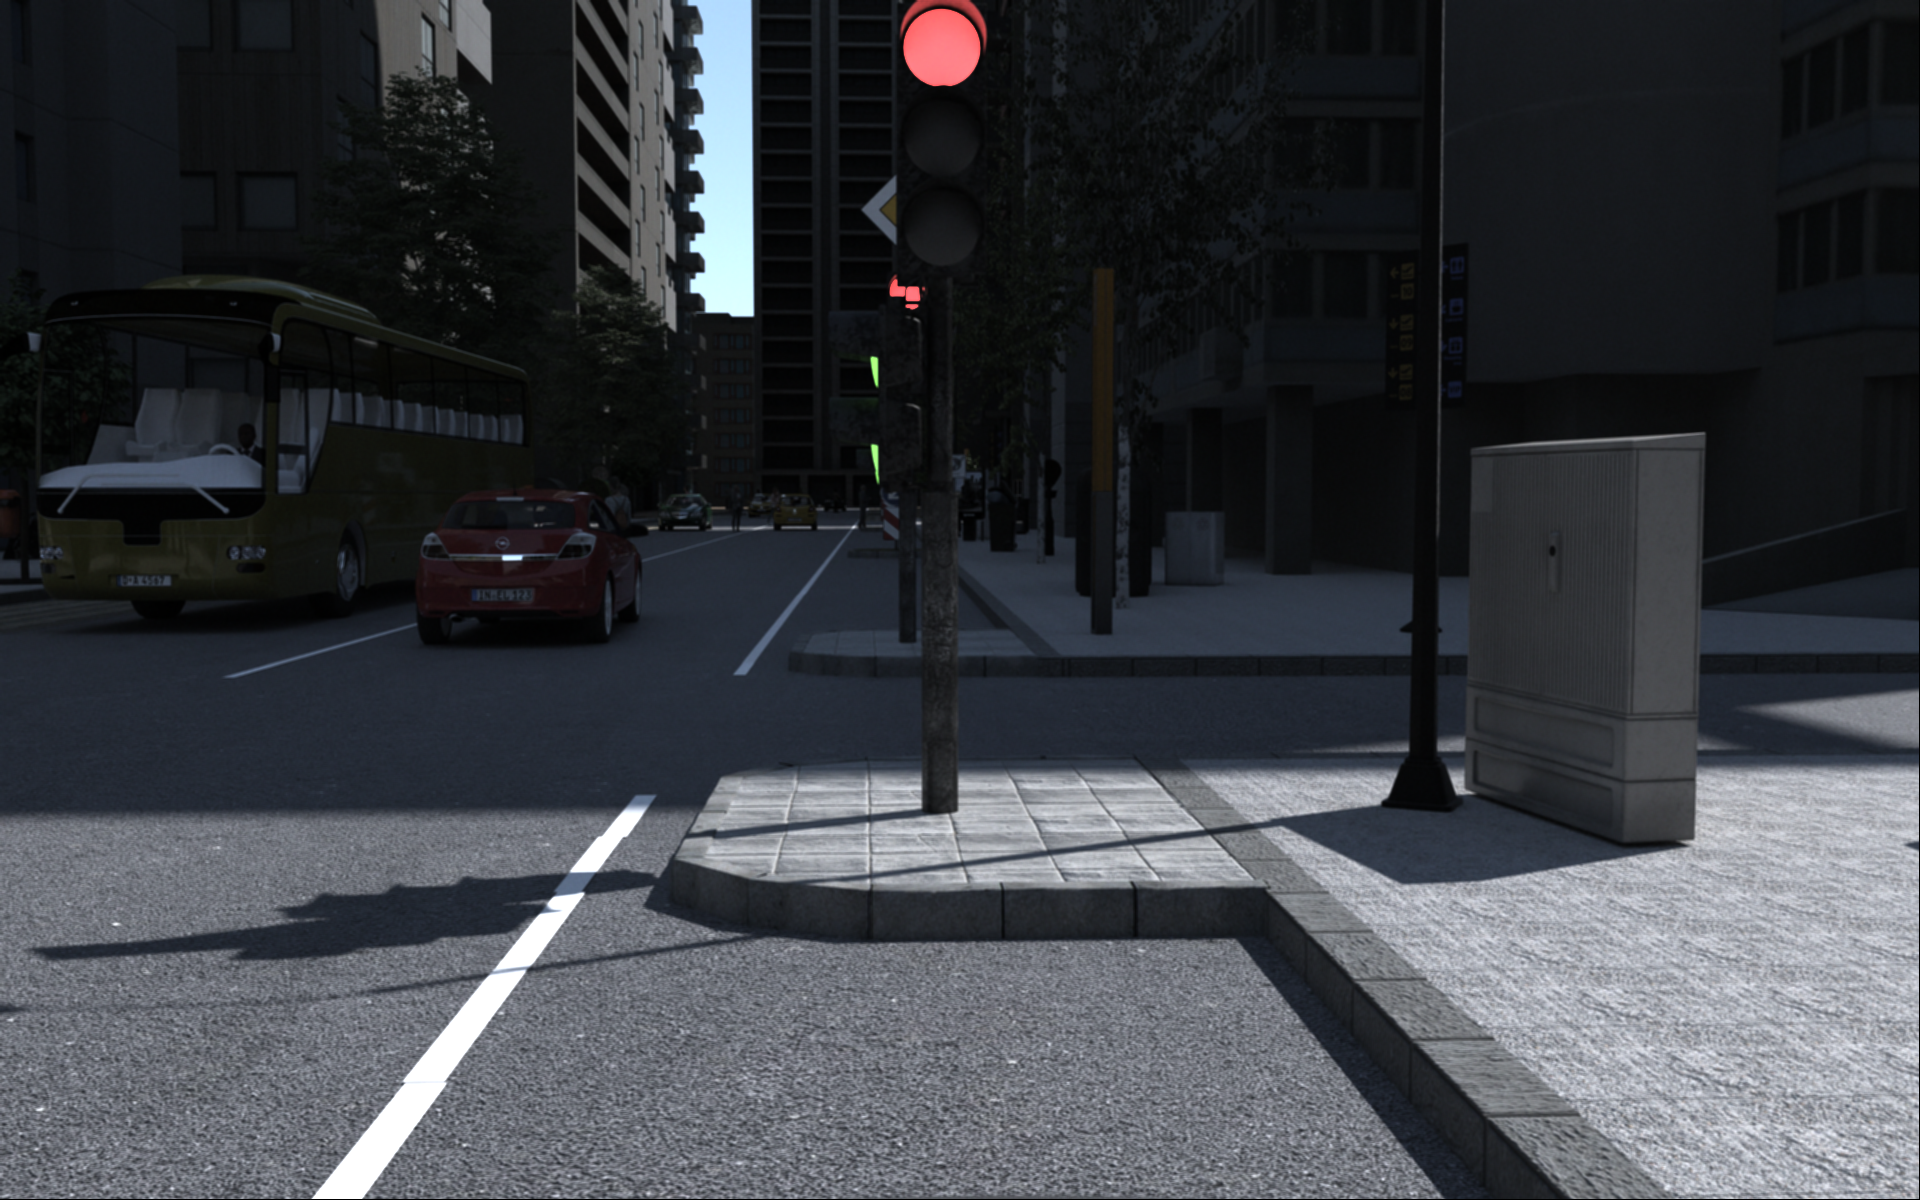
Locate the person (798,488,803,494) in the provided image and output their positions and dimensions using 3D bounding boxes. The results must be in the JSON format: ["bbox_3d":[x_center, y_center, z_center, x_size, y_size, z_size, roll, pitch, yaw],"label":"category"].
[{"bbox_3d":[-10.297,-6.301,111.527,1.348,1.822,0.705,2,4,24],"label":"person"}]

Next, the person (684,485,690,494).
[{"bbox_3d":[-12.248,-4.205,77.256,0.388,1.821,0.555,-3,4,-36],"label":"person"}]

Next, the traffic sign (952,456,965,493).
[{"bbox_3d":[-0.144,-2.634,45.202,0.606,2.300,0.079,0,4,3],"label":"traffic sign"}]

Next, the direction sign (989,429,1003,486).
[{"bbox_3d":[1.244,-4.189,60.487,0.379,3.537,0.876,-2,4,-30],"label":"direction sign"}]

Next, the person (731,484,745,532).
[{"bbox_3d":[-8.395,-3.484,65.643,0.537,1.800,0.526,-1,4,-18],"label":"person"}]

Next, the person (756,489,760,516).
[{"bbox_3d":[-13.023,-6.223,111.042,0.721,1.735,1.217,2,4,29],"label":"person"}]

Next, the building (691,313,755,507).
[{"bbox_3d":[-36.122,-21.037,188.995,28.899,21.520,27.650,0,4,-3],"label":"building"}]

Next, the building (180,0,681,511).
[{"bbox_3d":[-35.061,-32.665,123.306,28.713,52.752,27.495,0,4,-3],"label":"building"}]

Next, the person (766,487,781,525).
[{"bbox_3d":[-8.517,-4.280,79.068,0.643,1.750,0.593,1,4,21],"label":"person"}]

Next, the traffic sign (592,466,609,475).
[{"bbox_3d":[-16.209,-4.766,78.022,0.768,2.556,0.104,0,4,7],"label":"traffic sign"}]

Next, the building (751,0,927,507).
[{"bbox_3d":[-11.226,-45.674,185.018,20.611,71.187,20.563,0,4,-3],"label":"building"}]

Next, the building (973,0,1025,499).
[{"bbox_3d":[12.140,-27.541,104.917,22.147,44.769,28.867,0,4,-3],"label":"building"}]

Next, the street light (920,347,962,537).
[{"bbox_3d":[-0.669,-4.835,51.593,1.470,5.913,1.316,0,4,-3],"label":"street light"}]

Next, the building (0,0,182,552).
[{"bbox_3d":[-29.782,-29.764,28.636,21.231,58.520,28.212,0,4,-3],"label":"building"}]

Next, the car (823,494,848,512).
[{"bbox_3d":[-10.262,-8.119,142.524,2.009,1.686,4.222,0,4,-2],"label":"car"}]

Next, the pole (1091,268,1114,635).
[{"bbox_3d":[1.297,-1.342,15.783,0.158,3.312,0.155,0,3,0],"label":"pole"}]

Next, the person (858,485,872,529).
[{"bbox_3d":[-3.939,-3.865,71.873,0.590,1.801,0.661,-1,4,-10],"label":"person"}]

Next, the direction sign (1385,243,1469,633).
[{"bbox_3d":[4.296,-1.470,16.033,0.379,3.537,0.876,-3,4,-39],"label":"direction sign"}]

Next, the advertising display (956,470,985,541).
[{"bbox_3d":[0.258,-2.573,47.285,0.974,1.923,0.123,2,4,34],"label":"advertising display"}]

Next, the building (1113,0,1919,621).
[{"bbox_3d":[15.890,-20.833,32.505,23.993,40.220,32.217,0,4,-3],"label":"building"}]

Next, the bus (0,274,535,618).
[{"bbox_3d":[-8.347,-1.939,23.256,2.896,3.916,12.252,0,4,-1],"label":"bus"}]

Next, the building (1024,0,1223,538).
[{"bbox_3d":[12.900,-31.899,63.544,21.231,58.520,28.212,0,4,-3],"label":"building"}]

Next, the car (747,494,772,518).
[{"bbox_3d":[-12.106,-5.916,106.948,2.015,1.641,3.980,0,4,-2],"label":"car"}]

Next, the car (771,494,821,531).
[{"bbox_3d":[-6.583,-3.625,69.488,2.015,1.641,3.980,0,4,-4],"label":"car"}]

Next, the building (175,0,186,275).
[{"bbox_3d":[-33.486,-29.066,64.465,28.713,52.752,27.495,0,4,-3],"label":"building"}]

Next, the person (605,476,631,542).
[{"bbox_3d":[-5.178,-1.013,26.064,0.512,1.701,0.522,-3,5,-40],"label":"person"}]

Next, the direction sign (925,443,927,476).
[{"bbox_3d":[-1.244,-5.151,76.218,0.379,3.537,0.876,-3,4,-38],"label":"direction sign"}]

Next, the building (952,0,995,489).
[{"bbox_3d":[8.941,-32.332,152.337,21.300,48.544,21.600,0,4,-3],"label":"building"}]

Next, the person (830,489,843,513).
[{"bbox_3d":[-9.417,-7.532,131.662,1.348,1.823,0.705,3,5,41],"label":"person"}]

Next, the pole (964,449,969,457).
[{"bbox_3d":[0.294,-5.155,78.131,0.158,3.312,0.155,0,3,0],"label":"pole"}]

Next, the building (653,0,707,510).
[{"bbox_3d":[-37.717,-32.363,148.741,30.456,49.044,23.786,0,4,-3],"label":"building"}]

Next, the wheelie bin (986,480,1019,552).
[{"bbox_3d":[0.947,-1.889,38.788,0.693,1.594,0.980,0,4,8],"label":"wheelie bin"}]

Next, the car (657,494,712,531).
[{"bbox_3d":[-10.902,-3.494,68.922,2.131,1.459,4.920,0,4,-3],"label":"car"}]

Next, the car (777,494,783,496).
[{"bbox_3d":[-12.424,-6.659,119.105,2.015,1.641,3.980,0,4,-3],"label":"car"}]

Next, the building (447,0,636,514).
[{"bbox_3d":[-31.034,-29.076,99.094,21.300,48.544,21.600,0,4,-3],"label":"building"}]

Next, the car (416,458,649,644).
[{"bbox_3d":[-4.384,-0.552,18.067,2.155,1.783,4.494,0,4,-5],"label":"car"}]
